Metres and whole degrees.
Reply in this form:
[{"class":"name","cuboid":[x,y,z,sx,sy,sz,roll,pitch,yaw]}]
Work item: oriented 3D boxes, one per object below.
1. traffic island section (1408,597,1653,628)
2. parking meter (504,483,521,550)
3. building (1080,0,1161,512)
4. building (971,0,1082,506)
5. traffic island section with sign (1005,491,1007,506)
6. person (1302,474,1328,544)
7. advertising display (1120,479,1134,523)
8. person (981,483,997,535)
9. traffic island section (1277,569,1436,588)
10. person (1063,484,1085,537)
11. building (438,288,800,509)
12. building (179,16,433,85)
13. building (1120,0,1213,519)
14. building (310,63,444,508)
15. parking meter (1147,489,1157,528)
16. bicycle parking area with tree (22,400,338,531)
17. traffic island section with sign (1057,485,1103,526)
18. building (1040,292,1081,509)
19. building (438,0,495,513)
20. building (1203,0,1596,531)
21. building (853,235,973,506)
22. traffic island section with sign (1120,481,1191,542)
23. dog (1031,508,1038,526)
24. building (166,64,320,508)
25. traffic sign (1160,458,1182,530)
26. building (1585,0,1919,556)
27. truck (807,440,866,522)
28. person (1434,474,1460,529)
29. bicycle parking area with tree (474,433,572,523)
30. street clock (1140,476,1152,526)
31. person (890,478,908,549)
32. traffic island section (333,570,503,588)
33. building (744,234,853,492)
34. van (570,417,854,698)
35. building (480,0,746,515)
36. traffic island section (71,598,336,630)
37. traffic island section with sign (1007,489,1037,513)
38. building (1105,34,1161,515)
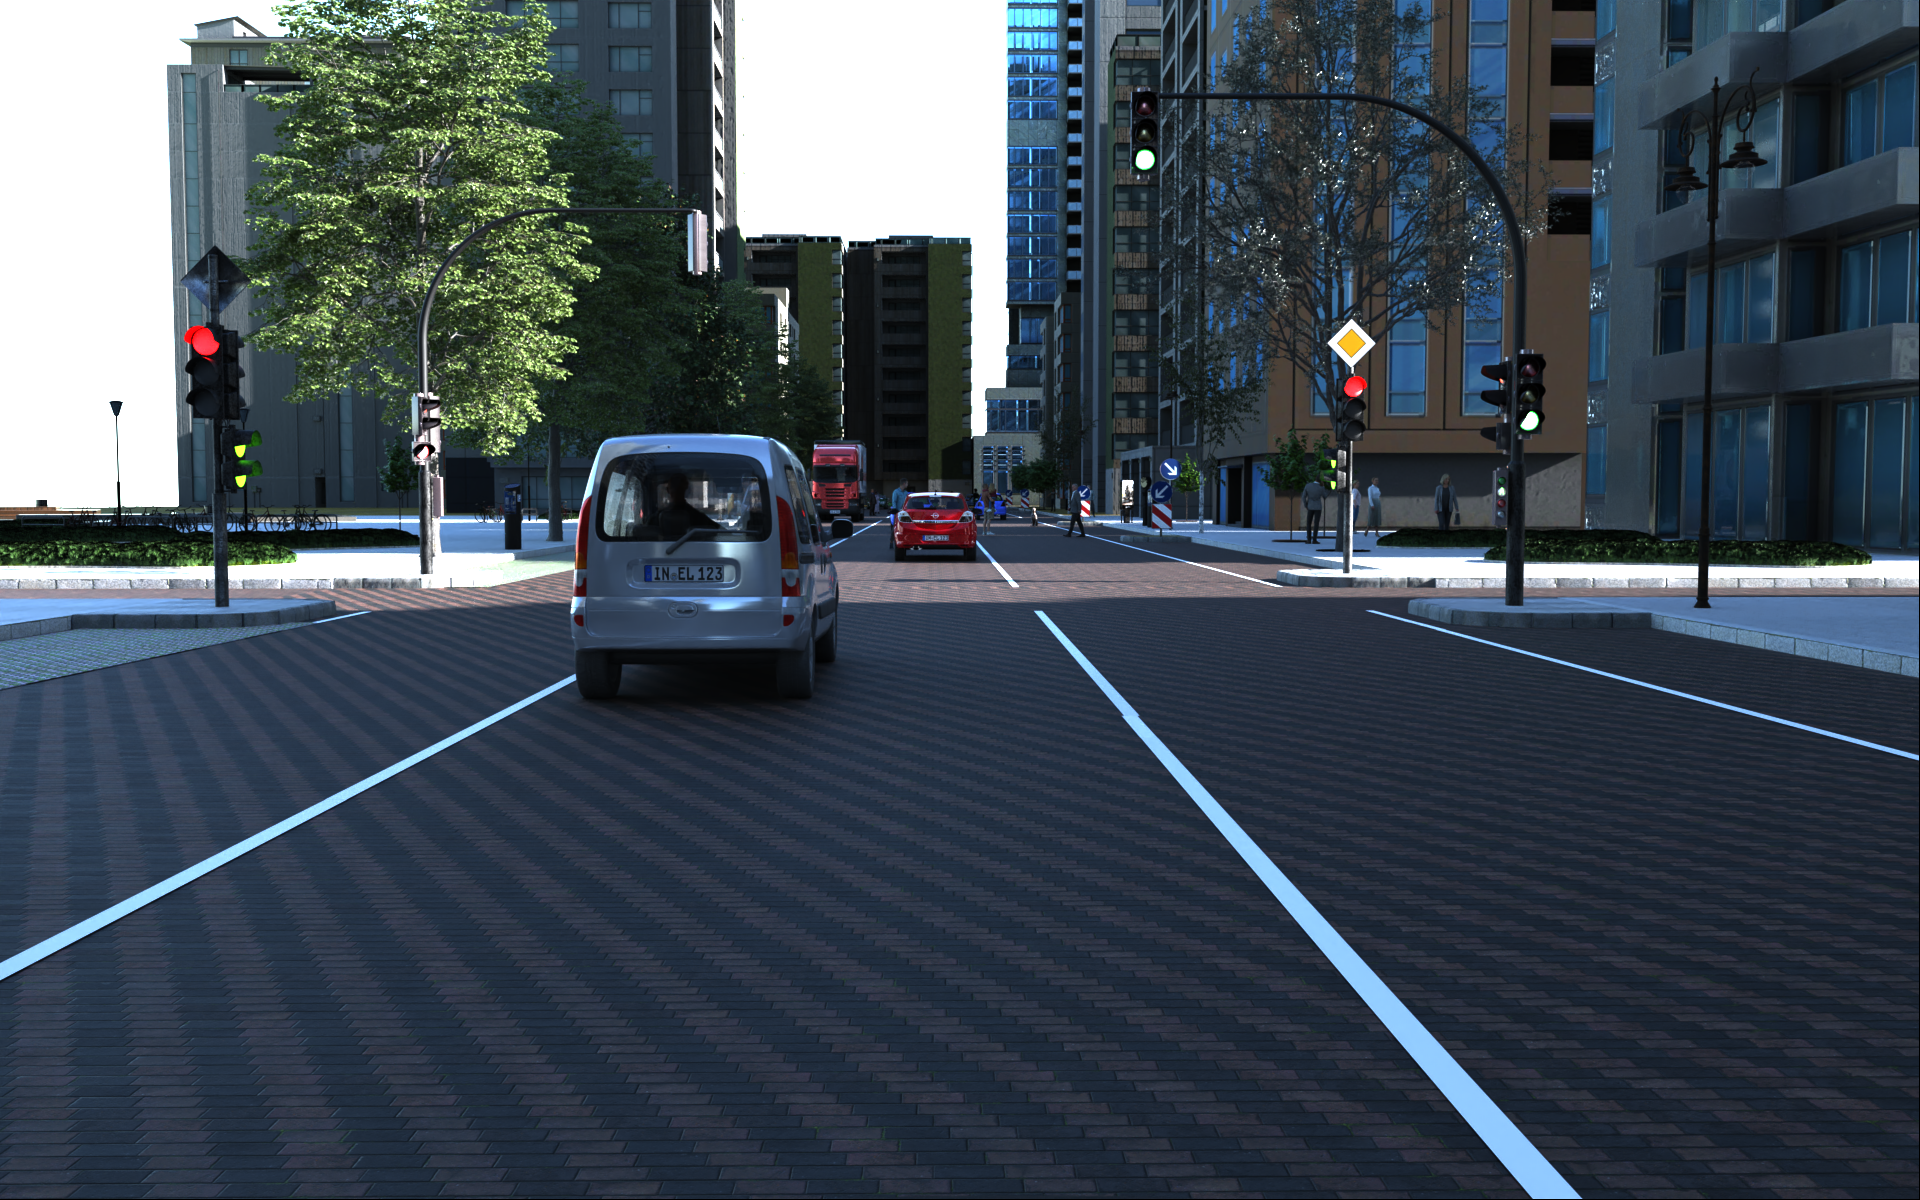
[{"class":"traffic island section","cuboid":[6.402,0.140,19.985,2.009,0.180,2.903,0,4,-1]},{"class":"parking meter","cuboid":[-10.362,-1.939,40.120,0.372,1.533,0.369,0,3,0]},{"class":"building","cuboid":[19.899,-36.177,133.499,21.231,58.520,28.212,0,4,-1]},{"class":"building","cuboid":[16.831,-54.178,198.485,31.000,86.520,22.319,0,4,-1]},{"class":"traffic island section with sign","cuboid":[4.294,-9.070,156.917,1.989,1.847,2.006,0,4,-1]},{"class":"person","cuboid":[9.125,-2.346,44.588,0.592,1.802,0.473,3,5,40]},{"class":"advertising display","cuboid":[7.370,-4.361,76.509,0.123,1.923,0.974,3,4,38]},{"class":"person","cuboid":[1.020,-3.212,60.995,0.580,1.828,0.573,1,4,11]},{"class":"traffic island section","cuboid":[6.279,-0.348,27.970,2.009,0.180,2.903,0,4,-1]},{"class":"person","cuboid":[3.773,-2.971,57.481,0.834,1.777,0.661,-1,4,-15]},{"class":"building","cuboid":[-30.643,-19.459,163.186,28.899,21.520,27.650,0,4,-1]},{"class":"building","cuboid":[-69.840,-37.406,200.824,27.495,52.752,28.713,0,4,-1]},{"class":"building","cuboid":[19.826,-39.865,90.037,20.563,71.187,20.611,0,4,-1]},{"class":"building","cuboid":[-52.699,-29.630,168.042,14.086,41.232,14.154,0,4,-1]},{"class":"parking meter","cuboid":[7.388,-3.556,66.549,0.372,1.533,0.369,0,3,0]},{"class":"bicycle parking area with tree","cuboid":[-24.786,-4.191,55.530,9.016,4.147,8.231,2,4,35]},{"class":"traffic island section with sign","cuboid":[5.491,-4.336,79.517,1.989,1.847,2.006,0,4,-1]},{"class":"building","cuboid":[22.246,-19.458,163.169,27.650,21.520,28.899,0,4,-1]},{"class":"building","cuboid":[-24.760,-42.036,125.541,20.563,71.187,20.611,0,4,-1]},{"class":"building","cuboid":[17.349,-25.402,65.427,14.600,45.320,14.200,0,4,-1]},{"class":"building","cuboid":[-5.663,-25.959,196.130,14.107,30.474,14.160,0,4,-1]},{"class":"traffic island section with sign","cuboid":[5.909,-2.687,52.566,1.989,1.847,2.006,0,4,-1]},{"class":"dog","cuboid":[3.410,-3.685,77.084,0.800,0.831,0.513,-3,4,-39]},{"class":"building","cuboid":[-66.796,-29.667,168.642,14.086,41.232,14.154,0,4,-1]},{"class":"traffic sign","cuboid":[7.513,-3.773,61.802,0.768,2.556,0.104,0,4,4]},{"class":"building","cuboid":[32.470,-25.904,43.133,30.456,49.044,23.786,0,4,-1]},{"class":"truck","cuboid":[-6.406,-6.329,92.393,2.839,4.237,11.283,0,4,-1]},{"class":"person","cuboid":[12.424,-2.316,44.086,0.709,1.800,0.728,0,4,6]},{"class":"bicycle parking area with tree","cuboid":[-17.714,-5.729,80.677,8.231,4.147,9.016,1,4,22]},{"class":"street clock","cuboid":[7.489,-3.988,69.776,0.358,2.002,0.471,-2,4,-31]},{"class":"person","cuboid":[-1.520,-2.227,44.781,0.638,1.841,0.748,-2,4,-28]},{"class":"traffic island section","cuboid":[-8.560,-0.334,27.747,2.009,0.180,2.903,0,4,-1]},{"class":"building","cuboid":[-19.757,-25.901,195.180,14.107,30.474,14.160,0,4,-1]},{"class":"van","cuboid":[-1.867,-0.399,13.533,2.013,2.044,4.112,0,4,-1]},{"class":"building","cuboid":[-21.301,-26.030,109.185,14.154,41.232,14.086,0,4,-1]},{"class":"traffic island section","cuboid":[-8.437,0.154,19.763,2.009,0.180,2.903,0,4,-1]},{"class":"traffic island section with sign","cuboid":[4.726,-7.421,129.966,1.989,1.847,2.006,0,4,-1]},{"class":"building","cuboid":[16.365,-20.872,112.963,14.160,30.474,14.107,0,4,-1]}]
